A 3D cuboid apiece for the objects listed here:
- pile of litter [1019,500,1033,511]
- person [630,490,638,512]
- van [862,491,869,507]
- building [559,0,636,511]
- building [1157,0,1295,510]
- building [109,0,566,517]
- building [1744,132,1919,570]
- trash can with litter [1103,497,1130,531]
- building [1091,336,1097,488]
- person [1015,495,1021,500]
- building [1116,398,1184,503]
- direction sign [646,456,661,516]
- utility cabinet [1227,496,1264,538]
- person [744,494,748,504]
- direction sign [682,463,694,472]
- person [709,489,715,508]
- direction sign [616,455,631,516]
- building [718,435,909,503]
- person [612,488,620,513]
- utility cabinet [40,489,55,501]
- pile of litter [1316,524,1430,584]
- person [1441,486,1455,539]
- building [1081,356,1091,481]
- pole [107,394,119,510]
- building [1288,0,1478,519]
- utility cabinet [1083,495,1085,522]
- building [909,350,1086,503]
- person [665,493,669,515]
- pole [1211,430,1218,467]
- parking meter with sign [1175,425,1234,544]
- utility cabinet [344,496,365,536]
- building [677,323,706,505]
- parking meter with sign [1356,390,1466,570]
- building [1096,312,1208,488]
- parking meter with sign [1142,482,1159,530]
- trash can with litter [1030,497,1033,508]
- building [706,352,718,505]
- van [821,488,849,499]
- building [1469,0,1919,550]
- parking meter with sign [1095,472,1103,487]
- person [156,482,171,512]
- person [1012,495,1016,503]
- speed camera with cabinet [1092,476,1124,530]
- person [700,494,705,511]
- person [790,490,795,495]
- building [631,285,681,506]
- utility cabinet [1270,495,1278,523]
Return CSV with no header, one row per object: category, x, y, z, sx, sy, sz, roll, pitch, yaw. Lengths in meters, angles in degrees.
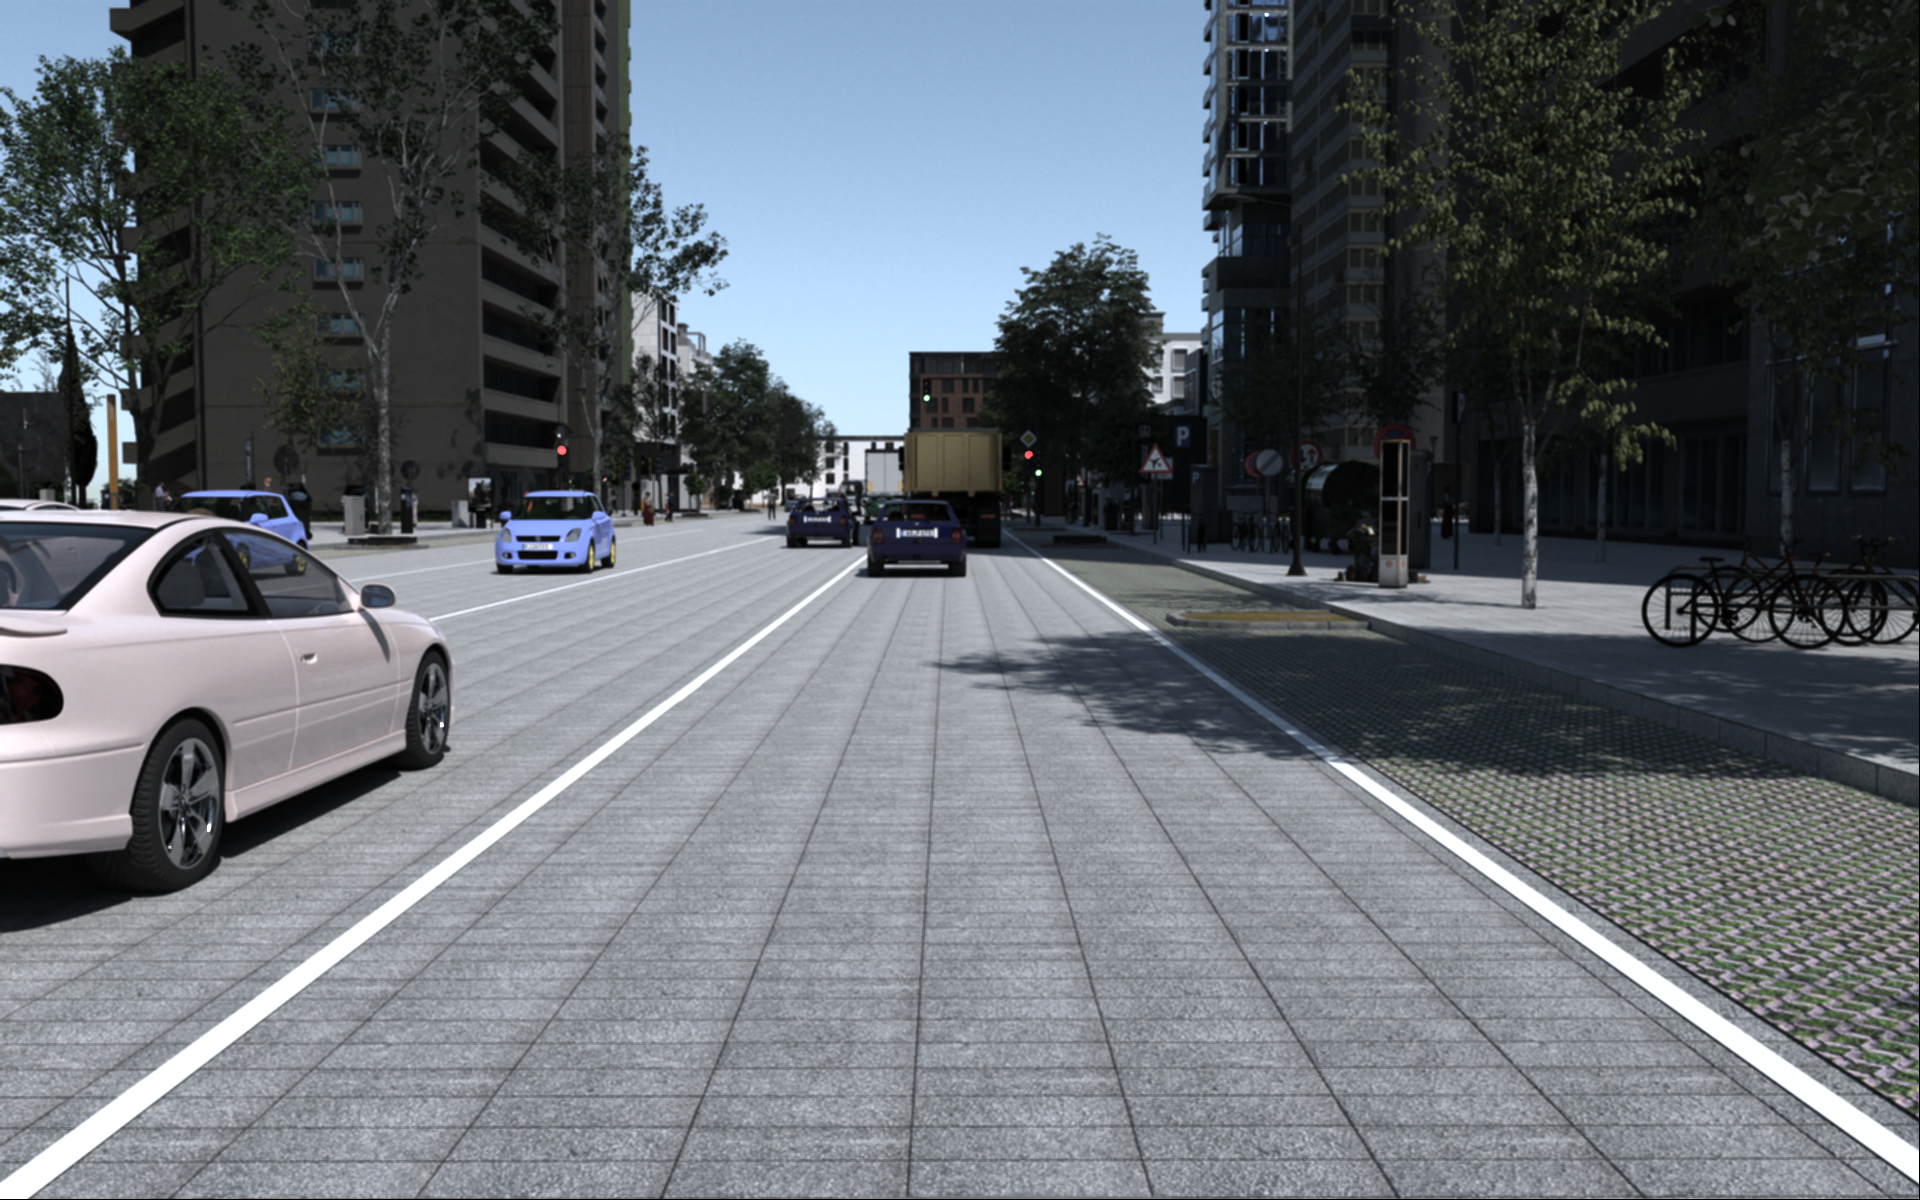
pile of litter,5.199,-7.419,135.267,1.176,0.858,1.719,-1,4,-11
person,-23.952,-7.282,126.975,0.662,1.594,0.647,0,4,1
van,-9.718,-10.998,186.828,2.013,2.044,4.112,0,4,-1
building,-32.835,-27.304,130.020,14.154,41.232,14.086,0,4,0
building,27.302,-50.215,133.679,22.319,86.520,31.000,0,4,0
building,-36.953,-29.375,103.979,21.300,48.544,21.600,0,4,0
building,27.377,-43.115,17.594,22.319,86.520,31.000,0,4,0
trash can with litter,5.494,-2.982,60.151,1.055,1.170,0.624,2,4,26
building,23.663,-20.863,197.537,16.016,20.091,11.380,0,4,0
person,7.453,-13.539,227.388,1.348,1.826,0.705,-1,4,-8
building,19.608,-13.694,166.050,9.099,9.664,28.070,0,4,0
direction sign,-18.010,-6.717,101.816,0.876,3.537,0.379,-1,4,-20
utility cabinet,8.310,-2.404,50.460,1.020,1.237,0.306,0,4,0
person,-28.089,-13.412,225.889,0.990,1.755,0.434,0,4,8
direction sign,-19.740,-8.194,125.969,0.876,3.537,0.379,-2,4,-27
person,-23.334,-9.570,163.047,0.617,1.759,0.750,-1,4,-19
direction sign,-19.428,-6.607,100.016,0.876,3.537,0.379,1,4,15
building,-21.383,-18.834,250.080,28.070,9.664,9.099,0,4,0
person,-23.261,-6.698,116.278,0.841,1.734,0.376,-2,4,-33
utility cabinet,-40.067,-4.120,76.034,0.318,1.500,1.173,-1,4,-12
pile of litter,6.092,-0.700,25.417,1.176,0.858,1.719,-2,4,-28
person,13.921,-2.502,49.414,0.387,1.526,0.523,1,4,19
building,22.877,-21.619,209.898,16.016,20.091,11.380,0,4,0
pole,-17.340,-2.547,35.482,0.158,3.312,0.155,0,3,0
building,33.247,-25.161,103.265,23.993,40.220,32.217,0,4,0
utility cabinet,6.163,-4.191,79.676,1.020,1.237,0.306,0,4,-2
building,8.922,-25.411,259.451,32.646,21.610,27.936,0,4,0
person,-17.849,-5.844,105.497,0.435,1.345,0.340,1,4,21
pole,8.127,-3.766,55.414,0.158,3.312,0.155,0,3,0
parking meter with sign,6.322,-2.956,44.588,1.738,3.016,0.543,-3,5,-40
utility cabinet,-18.599,-2.573,53.231,0.306,1.237,1.020,0,4,0
building,-36.888,-20.354,189.211,16.016,20.091,11.380,0,4,0
parking meter with sign,7.725,-2.051,29.787,1.738,3.016,0.543,2,4,31
building,23.402,-20.134,185.609,16.016,20.091,11.380,0,4,0
parking meter with sign,6.839,-4.059,62.628,0.543,3.016,1.738,-1,4,-8
trash can with litter,6.149,-8.515,150.606,1.055,1.170,0.624,-3,5,-41
building,-35.420,-21.528,208.396,11.380,20.091,16.016,0,4,0
van,-8.929,-7.183,124.445,2.013,2.044,4.112,0,4,-2
building,27.418,-25.768,45.005,21.300,48.544,21.600,0,4,0
parking meter with sign,8.118,-6.417,101.174,0.543,3.016,1.738,0,4,7
person,-35.844,-4.407,77.958,0.599,1.838,0.709,-3,4,-38
person,6.428,-11.840,202.810,0.799,1.438,0.628,2,4,33
speed camera with cabinet,5.402,-4.212,63.197,0.660,3.252,2.038,-1,4,-14
person,-19.712,-7.636,131.618,0.841,1.734,0.376,-1,4,-21
person,-21.175,-12.995,219.060,0.990,1.755,0.434,-2,4,-27
building,-43.462,-19.766,167.156,27.936,21.610,32.646,0,4,0
utility cabinet,13.892,-4.013,76.778,0.306,1.237,1.020,0,4,5
